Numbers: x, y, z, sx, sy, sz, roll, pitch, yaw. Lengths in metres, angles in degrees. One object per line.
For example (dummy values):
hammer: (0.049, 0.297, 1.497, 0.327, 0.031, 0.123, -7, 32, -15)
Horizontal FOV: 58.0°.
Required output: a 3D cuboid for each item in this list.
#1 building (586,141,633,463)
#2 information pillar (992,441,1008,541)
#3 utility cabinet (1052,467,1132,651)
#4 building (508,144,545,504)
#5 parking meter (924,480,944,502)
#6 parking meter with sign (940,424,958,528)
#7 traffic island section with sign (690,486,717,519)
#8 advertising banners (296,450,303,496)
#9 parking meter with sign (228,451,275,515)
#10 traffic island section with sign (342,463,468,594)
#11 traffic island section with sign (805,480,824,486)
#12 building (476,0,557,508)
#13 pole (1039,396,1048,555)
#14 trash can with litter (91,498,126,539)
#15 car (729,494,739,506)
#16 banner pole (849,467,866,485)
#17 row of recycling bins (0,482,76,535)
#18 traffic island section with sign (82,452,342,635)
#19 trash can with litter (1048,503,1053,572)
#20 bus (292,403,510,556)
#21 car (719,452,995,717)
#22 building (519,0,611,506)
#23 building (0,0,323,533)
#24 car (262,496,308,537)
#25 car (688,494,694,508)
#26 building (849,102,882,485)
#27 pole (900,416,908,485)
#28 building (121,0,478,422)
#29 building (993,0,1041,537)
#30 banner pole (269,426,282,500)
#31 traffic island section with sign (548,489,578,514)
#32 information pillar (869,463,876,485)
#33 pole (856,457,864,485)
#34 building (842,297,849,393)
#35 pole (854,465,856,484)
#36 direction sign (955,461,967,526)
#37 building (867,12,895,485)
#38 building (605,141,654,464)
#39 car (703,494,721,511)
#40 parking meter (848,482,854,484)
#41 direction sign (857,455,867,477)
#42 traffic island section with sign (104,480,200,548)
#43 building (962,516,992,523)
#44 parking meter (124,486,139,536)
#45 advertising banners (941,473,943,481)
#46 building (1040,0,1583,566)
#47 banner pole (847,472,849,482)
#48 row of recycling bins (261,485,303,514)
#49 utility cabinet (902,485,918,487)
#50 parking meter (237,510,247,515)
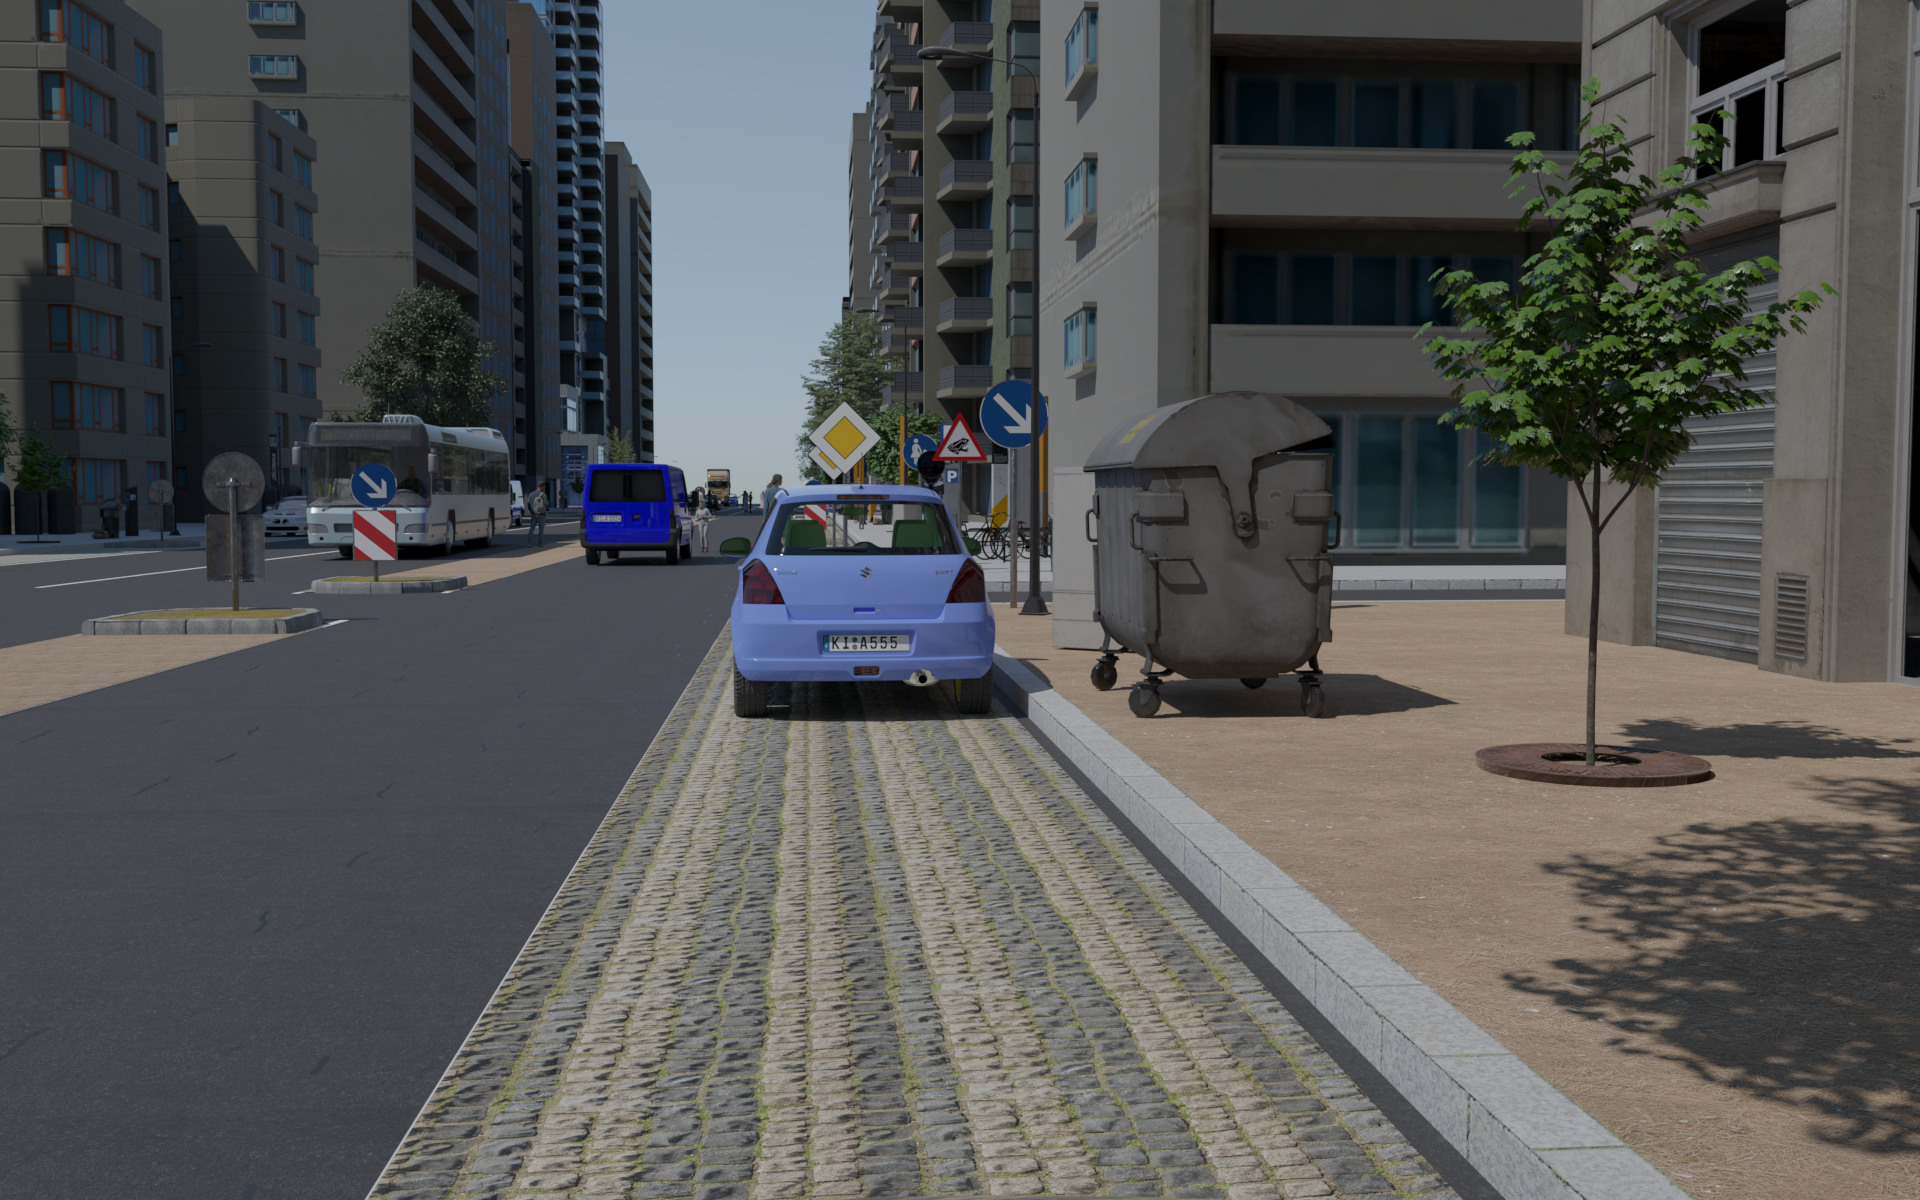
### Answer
building: (-49.907, -34.999, 222.348, 14.600, 45.320, 14.200, 0, 4, -5)
information pillar: (1.089, -3.459, 47.912, 0.504, 3.616, 0.183, -2, 4, -29)
utility cabinet: (1.344, -0.331, 14.083, 1.173, 1.500, 0.318, 2, 4, 31)
building: (-42.476, -22.668, 142.320, 14.160, 30.474, 14.107, 0, 4, -5)
parking meter: (-0.469, -1.401, 31.325, 0.372, 1.533, 0.369, 0, 3, 0)
parking meter with sign: (-0.221, -2.823, 42.416, 0.543, 3.016, 1.738, 0, 3, 0)
traffic island section with sign: (-15.166, -5.660, 100.670, 2.006, 1.907, 1.989, 0, 4, -5)
advertising banners: (-25.261, -4.284, 66.224, 0.090, 3.025, 2.074, -2, 4, -26)
parking meter with sign: (-28.828, -4.543, 70.537, 1.738, 3.016, 0.543, -2, 4, -28)
traffic island section with sign: (-8.568, -1.082, 25.820, 2.006, 1.907, 1.989, 0, 4, -5)
traffic island section with sign: (-4.230, -2.482, 49.211, 1.989, 1.847, 2.006, 0, 4, -5)
building: (-44.222, -30.945, 156.065, 14.600, 45.320, 14.200, 0, 4, -5)
pole: (1.734, -2.585, 36.106, 0.158, 3.312, 0.155, 0, 3, 0)
trash can with litter: (-24.419, -2.340, 49.643, 0.624, 1.170, 1.055, 0, 4, -1)
car: (-27.807, -12.298, 210.661, 1.945, 1.707, 3.694, 0, 4, -7)
banner pole: (-5.093, -6.023, 88.490, 0.863, 3.779, 0.401, 0, 4, 2)
row of recycling bins: (-29.866, -2.909, 54.672, 3.534, 1.692, 1.069, -1, 4, -18)
traffic island section with sign: (-7.928, -0.630, 18.441, 2.006, 1.907, 1.989, 0, 4, -5)
trash can with litter: (1.947, -1.027, 28.177, 1.055, 1.170, 0.624, 0, 4, 6)
bus: (-13.375, -2.930, 42.767, 2.948, 3.499, 13.247, 0, 4, -6)
car: (-0.764, -0.175, 12.454, 1.945, 1.707, 3.694, 0, 4, -6)
building: (-51.448, -54.168, 198.311, 22.319, 86.520, 31.000, 0, 4, -5)
building: (-43.965, -13.733, 69.568, 27.650, 21.520, 28.899, 0, 4, -5)
car: (-22.526, -2.873, 59.341, 2.083, 1.381, 4.827, 0, 4, -5)
car: (-24.560, -9.093, 160.465, 2.131, 1.459, 4.920, 0, 4, -6)
building: (-2.615, -35.952, 211.516, 21.300, 48.544, 21.600, 0, 4, -5)
pole: (-1.461, -3.154, 45.407, 0.158, 3.312, 0.155, 0, 3, 0)
building: (-43.016, -29.659, 108.628, 21.300, 48.544, 21.600, 0, 4, -5)
building: (7.869, -17.510, 57.991, 14.160, 30.474, 14.107, 0, 4, -5)
banner pole: (-25.116, -4.505, 63.676, 0.401, 3.779, 0.863, 1, 4, 13)
traffic island section with sign: (-28.488, -7.082, 124.415, 1.989, 1.847, 2.006, 0, 4, -5)
information pillar: (-3.920, -5.278, 77.654, 0.183, 3.616, 0.504, 2, 4, 30)
pole: (-3.573, -4.214, 62.745, 0.158, 3.312, 0.155, 0, 3, 0)
building: (-10.265, -29.457, 253.329, 14.160, 30.474, 14.107, 0, 4, -5)
pole: (-4.620, -5.072, 76.774, 0.158, 3.312, 0.155, 0, 3, 0)
direction sign: (0.041, -4.767, 69.944, 0.379, 3.537, 0.876, 2, 4, 34)
building: (3.083, -33.053, 160.022, 23.786, 49.044, 30.456, 0, 4, -5)
building: (-54.366, -37.730, 240.593, 21.300, 48.544, 21.600, 0, 4, -5)
car: (-21.777, -8.620, 150.727, 2.009, 1.686, 4.222, 0, 4, -4)
parking meter: (-5.390, -4.896, 85.754, 0.255, 1.863, 0.399, -2, 4, -28)
direction sign: (-4.577, -5.366, 79.728, 0.379, 3.537, 0.876, 3, 4, 36)
traffic island section with sign: (-21.649, -2.323, 46.604, 1.989, 1.847, 2.006, 0, 4, -5)
building: (7.201, -26.498, 87.864, 22.147, 44.769, 28.867, 0, 4, -5)
parking meter: (-25.231, -2.711, 52.732, 0.372, 1.533, 0.369, 0, 3, 0)
advertising banners: (-0.600, -3.321, 50.485, 0.090, 3.025, 2.074, 0, 4, 6)
building: (12.867, -25.432, 39.513, 21.600, 48.544, 21.300, 0, 4, -5)
banner pole: (-5.708, -6.154, 90.627, 0.863, 3.779, 0.401, -1, 4, -18)
row of recycling bins: (-29.849, -4.223, 76.162, 1.069, 1.692, 3.534, 0, 4, 2)
utility cabinet: (-1.283, -2.036, 41.970, 0.318, 1.500, 1.173, 1, 4, 20)
parking meter: (-28.388, -3.834, 68.404, 0.255, 1.863, 0.399, 1, 4, 10)
